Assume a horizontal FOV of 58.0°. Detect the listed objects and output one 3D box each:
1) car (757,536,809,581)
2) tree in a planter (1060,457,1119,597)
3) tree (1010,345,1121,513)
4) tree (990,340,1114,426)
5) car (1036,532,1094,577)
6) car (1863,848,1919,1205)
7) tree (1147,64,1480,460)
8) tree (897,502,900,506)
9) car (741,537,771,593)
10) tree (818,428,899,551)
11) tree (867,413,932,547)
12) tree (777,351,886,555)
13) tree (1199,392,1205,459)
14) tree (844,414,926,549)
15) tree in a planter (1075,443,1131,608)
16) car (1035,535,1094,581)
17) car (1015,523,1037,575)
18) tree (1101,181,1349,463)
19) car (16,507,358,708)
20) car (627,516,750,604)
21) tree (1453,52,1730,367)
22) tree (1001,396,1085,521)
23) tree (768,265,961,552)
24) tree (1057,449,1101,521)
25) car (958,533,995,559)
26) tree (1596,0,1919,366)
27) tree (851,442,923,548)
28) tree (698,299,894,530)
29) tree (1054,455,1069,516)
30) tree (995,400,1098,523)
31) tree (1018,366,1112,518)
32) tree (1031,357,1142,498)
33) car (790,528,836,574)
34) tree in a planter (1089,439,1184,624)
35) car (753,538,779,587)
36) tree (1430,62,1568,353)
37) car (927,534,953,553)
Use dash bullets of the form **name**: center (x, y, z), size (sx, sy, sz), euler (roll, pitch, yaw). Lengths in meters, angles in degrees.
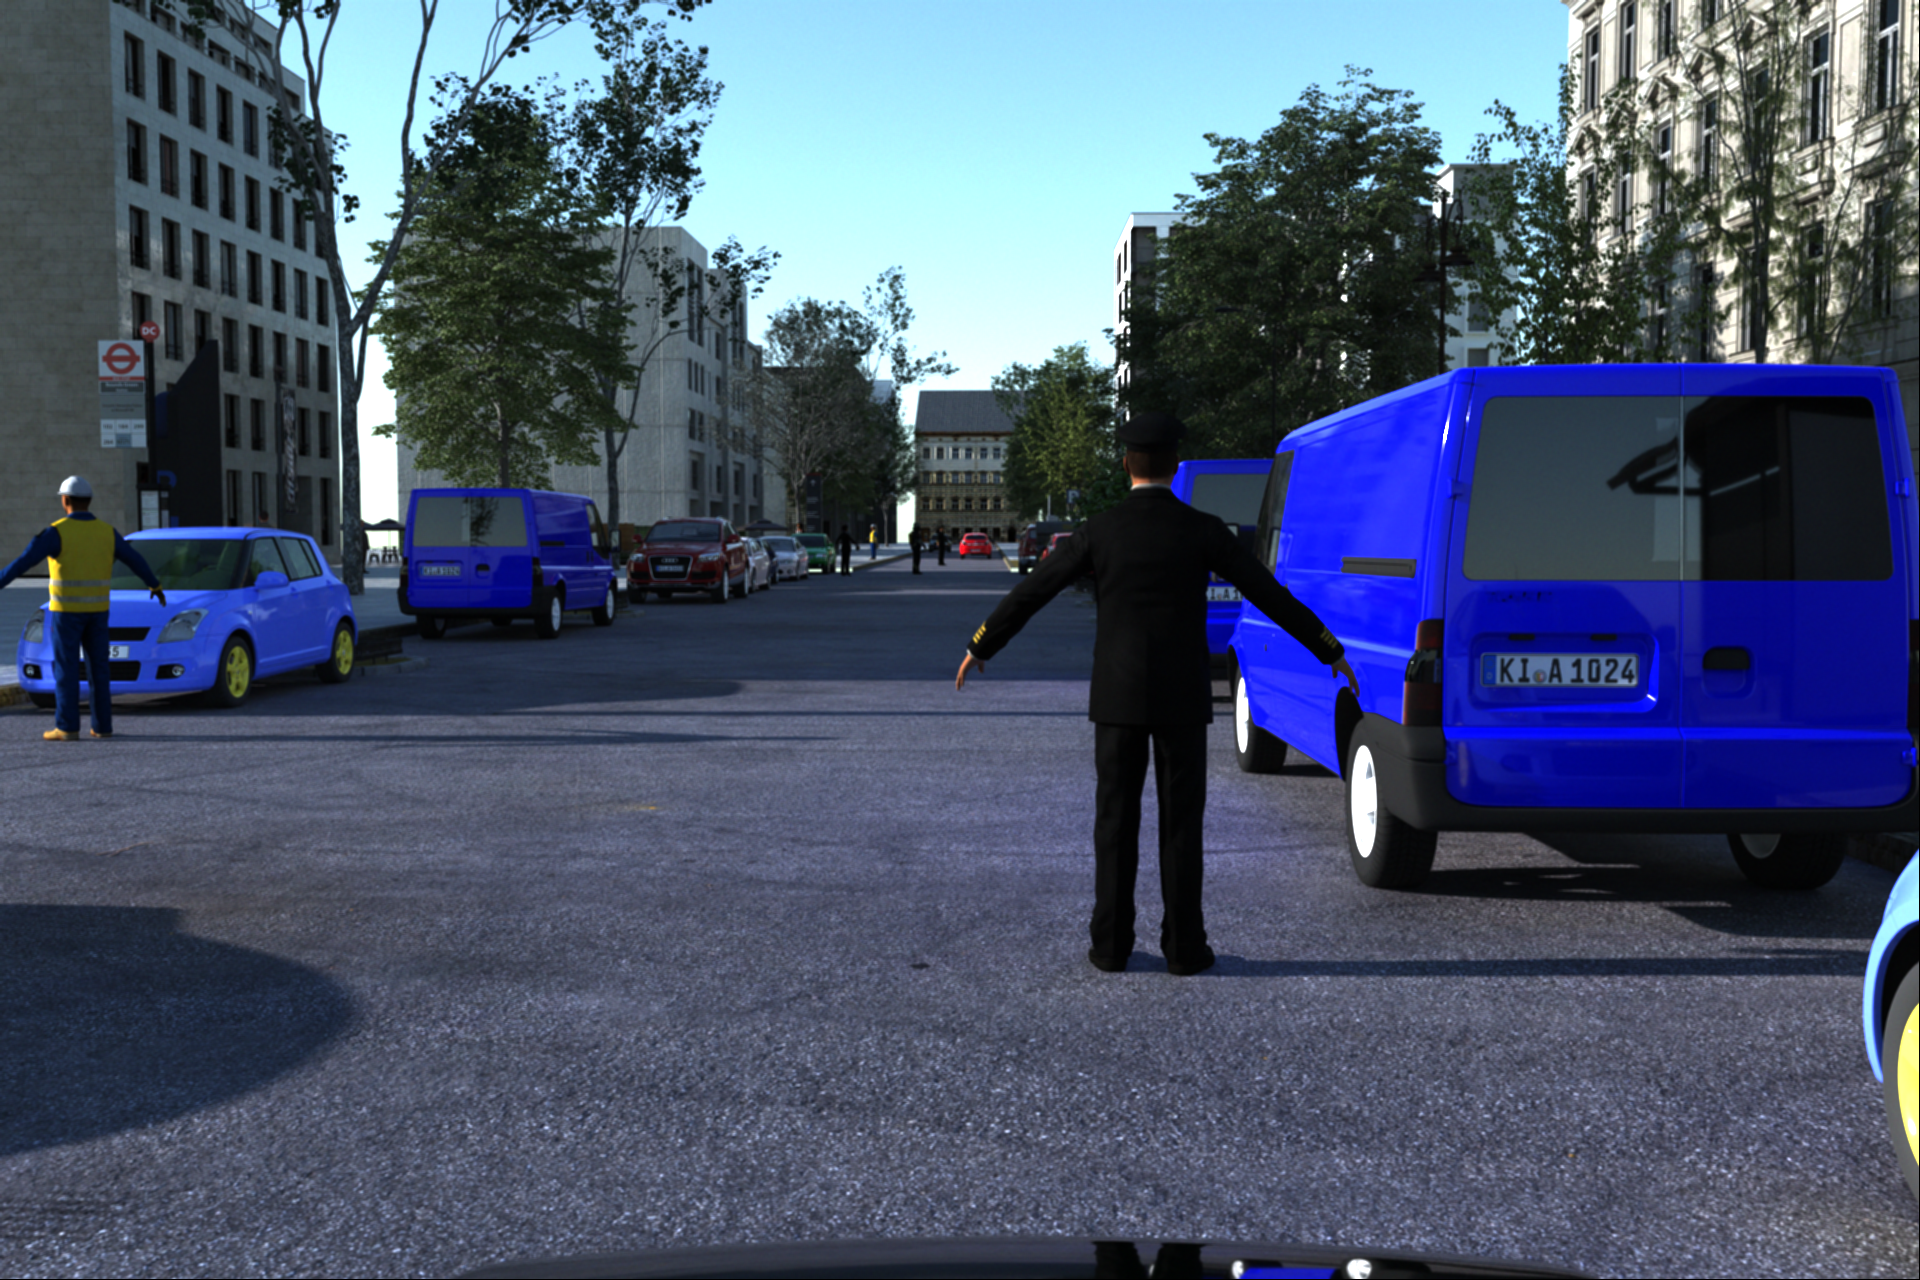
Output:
- **car**: center (-5.815, -2.561, 54.238), size (2.083, 1.381, 4.827), euler (0, 4, 1)
- **tree in a planter**: center (3.329, -2.627, 40.175), size (1.991, 3.239, 1.994), euler (0, 4, 1)
- **tree**: center (6.454, -11.416, 104.772), size (7.486, 12.596, 7.792), euler (0, 3, 0)
- **tree**: center (9.599, -19.131, 168.687), size (12.611, 20.169, 13.585), euler (0, 3, 0)
- **car**: center (3.284, -2.492, 49.791), size (2.155, 1.783, 4.494), euler (0, 4, 1)
- **car**: center (2.789, 0.444, 2.340), size (1.945, 1.707, 3.694), euler (0, 4, 1)
- **tree**: center (9.639, -8.694, 48.805), size (9.857, 13.997, 8.962), euler (0, 3, 0)
- **tree**: center (-10.693, -19.174, 263.859), size (4.360, 8.622, 3.978), euler (0, 3, 0)
- **car**: center (-5.867, -1.897, 43.383), size (2.083, 1.381, 4.827), euler (0, 4, 1)
- **tree**: center (-8.277, -12.226, 134.304), size (7.601, 10.594, 8.767), euler (-2, 4, -32)
- **tree**: center (-7.265, -15.831, 169.198), size (12.009, 13.543, 11.850), euler (0, 3, 0)
- **tree**: center (-7.970, -11.573, 107.338), size (7.486, 12.596, 7.792), euler (0, 3, 0)
- **tree**: center (11.119, -7.615, 74.869), size (4.360, 8.622, 3.978), euler (0, 3, 0)
- **tree**: center (-7.035, -13.453, 145.705), size (9.928, 11.665, 9.643), euler (0, 3, 0)
- **tree in a planter**: center (3.270, -2.255, 34.094), size (1.991, 3.239, 1.994), euler (0, 4, 2)
- **car**: center (3.369, -2.683, 54.091), size (2.015, 1.641, 3.980), euler (0, 4, 1)
- **car**: center (3.137, -3.296, 62.564), size (2.281, 1.827, 5.304), euler (0, 4, 1)
- **tree**: center (9.828, -9.653, 64.482), size (9.857, 13.997, 8.962), euler (0, 3, 0)
- **car**: center (-6.769, -0.355, 15.398), size (1.945, 1.707, 3.694), euler (0, 4, 1)
- **car**: center (-5.808, -1.759, 37.425), size (2.281, 1.827, 5.304), euler (0, 4, 1)
- **tree**: center (9.697, -4.726, 27.635), size (4.737, 8.622, 4.395), euler (0, 3, 0)
- **tree**: center (6.930, -13.444, 137.943), size (7.486, 12.596, 7.792), euler (0, 3, 0)
- **tree**: center (-6.807, -16.274, 121.962), size (12.611, 20.169, 13.585), euler (0, 3, 0)
- **tree**: center (7.194, -10.165, 116.558), size (4.360, 8.622, 3.978), euler (0, 3, 0)
- **car**: center (0.921, -5.548, 99.747), size (2.155, 1.783, 4.494), euler (0, 4, 1)
- **tree**: center (8.821, -4.216, 19.299), size (4.360, 8.622, 3.978), euler (0, 3, 0)
- **tree**: center (-7.353, -13.526, 155.558), size (8.767, 10.594, 7.601), euler (0, 4, 5)
- **tree**: center (-8.507, -11.061, 91.214), size (12.009, 13.543, 11.850), euler (0, 3, 0)
- **tree**: center (8.260, -12.028, 147.016), size (4.360, 8.622, 3.978), euler (0, 3, 0)
- **tree**: center (7.596, -15.236, 155.766), size (9.857, 13.997, 8.962), euler (0, 3, 0)
- **tree**: center (4.740, -7.630, 75.120), size (4.737, 8.622, 4.395), euler (0, 3, 0)
- **tree**: center (7.384, -9.553, 90.599), size (8.767, 10.594, 7.601), euler (1, 4, 18)
- **car**: center (-5.519, -3.317, 63.035), size (1.959, 1.807, 4.718), euler (0, 4, 1)
- **tree in a planter**: center (3.111, -1.893, 28.171), size (1.991, 3.239, 1.994), euler (0, 4, 2)
- **car**: center (-6.123, -2.198, 48.512), size (1.945, 1.354, 3.894), euler (0, 4, 1)
- **tree**: center (24.541, -13.040, 69.086), size (12.611, 20.169, 13.585), euler (0, 3, 0)
- **car**: center (-1.567, -7.708, 135.806), size (2.009, 1.686, 4.222), euler (0, 4, 1)
